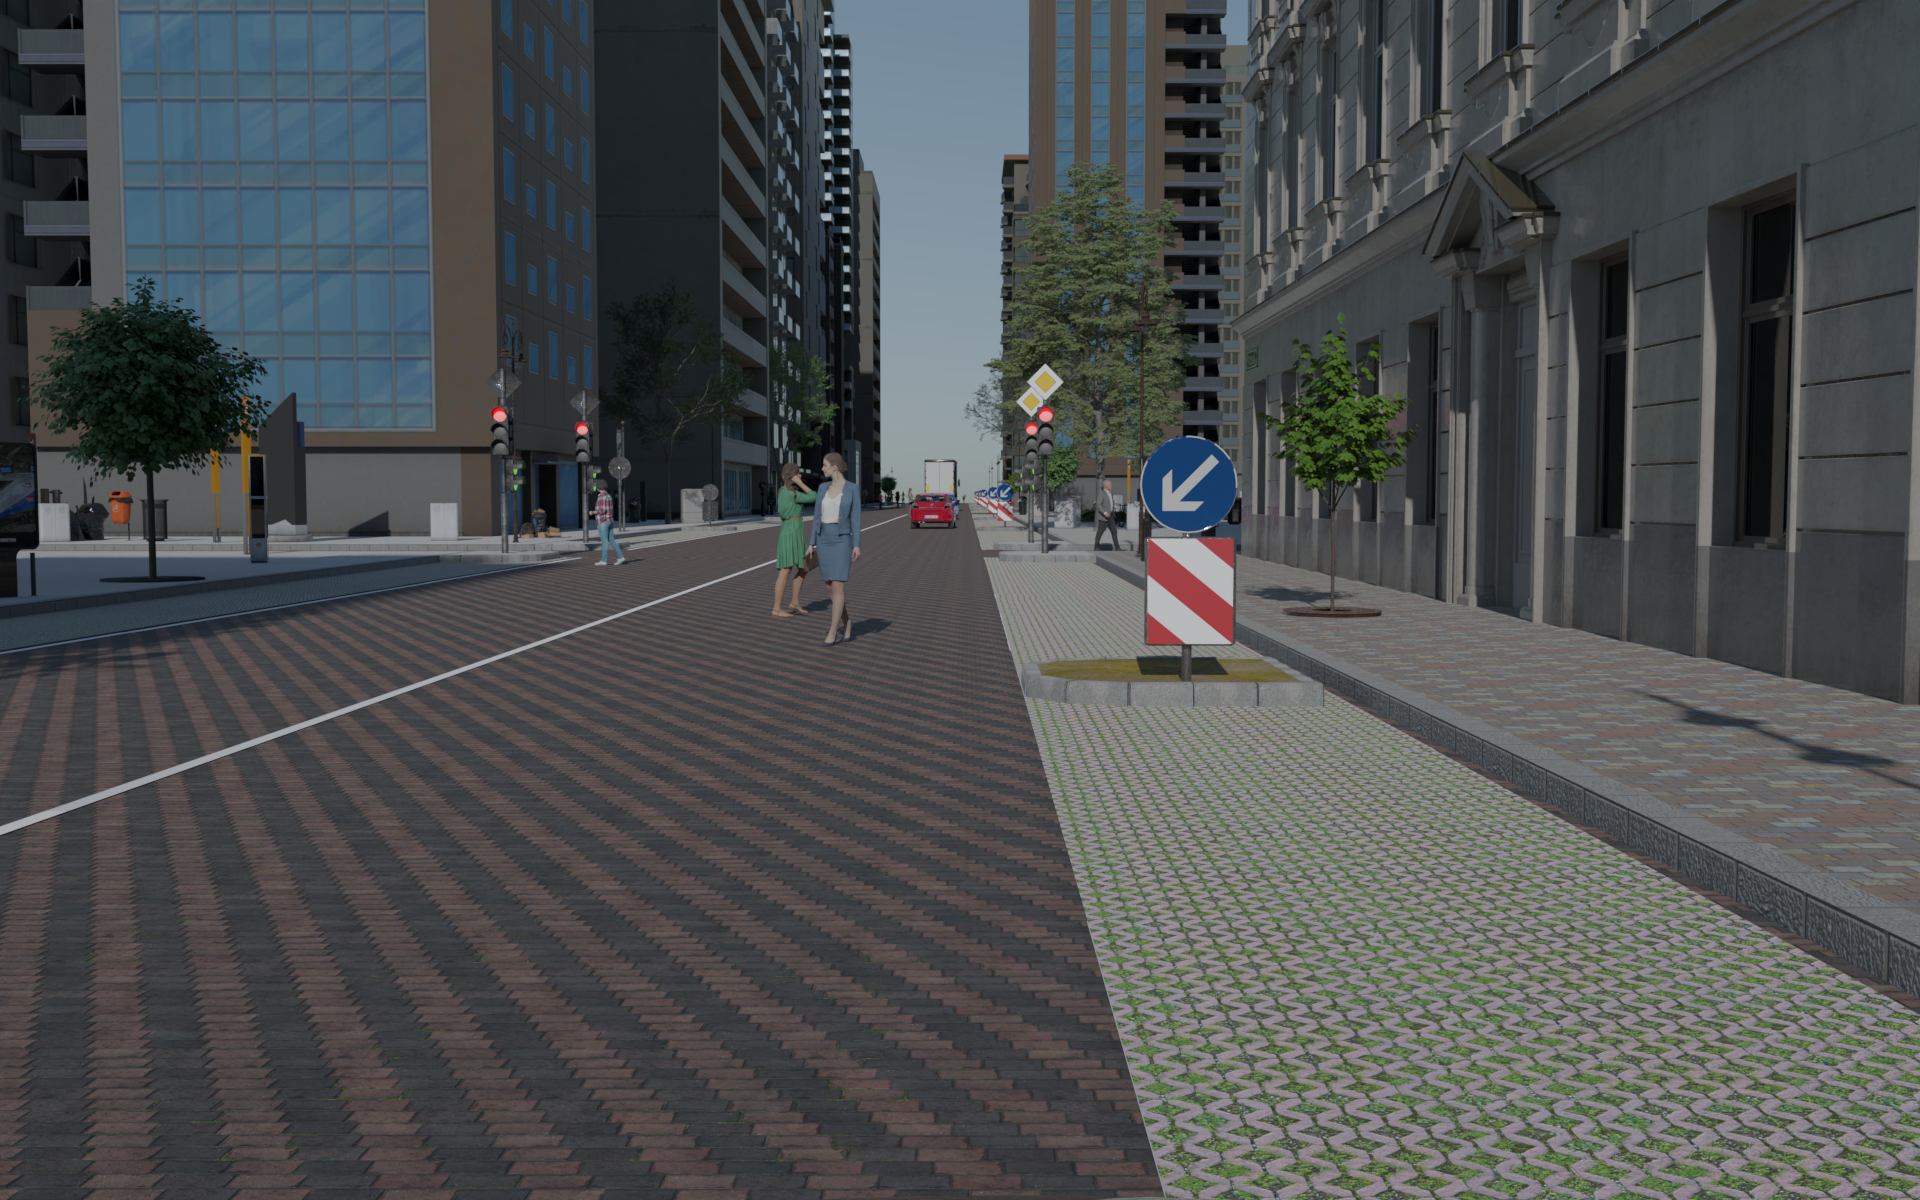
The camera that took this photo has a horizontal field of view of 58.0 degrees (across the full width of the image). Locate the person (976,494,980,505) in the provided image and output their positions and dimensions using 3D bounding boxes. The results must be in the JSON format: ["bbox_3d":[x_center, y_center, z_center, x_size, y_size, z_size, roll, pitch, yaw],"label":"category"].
[{"bbox_3d":[2.494,-13.181,224.561,0.990,1.755,0.434,2,4,29],"label":"person"}]

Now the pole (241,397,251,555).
[{"bbox_3d":[-15.067,-2.614,36.585,0.158,3.312,0.155,0,3,0],"label":"pole"}]

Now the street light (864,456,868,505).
[{"bbox_3d":[-11.173,-14.266,206.038,0.468,5.910,1.993,0,4,0],"label":"street light"}]

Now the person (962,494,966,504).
[{"bbox_3d":[0.618,-14.405,247.249,0.421,1.427,0.697,-2,4,-28],"label":"person"}]

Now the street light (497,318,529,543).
[{"bbox_3d":[-11.756,-4.457,45.665,0.468,5.910,1.993,0,4,0],"label":"street light"}]

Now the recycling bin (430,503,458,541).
[{"bbox_3d":[-14.235,-2.156,47.804,0.722,1.027,0.722,-1,4,-17],"label":"recycling bin"}]

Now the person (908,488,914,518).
[{"bbox_3d":[-2.793,-5.657,101.272,0.573,1.790,0.520,-2,4,-27],"label":"person"}]

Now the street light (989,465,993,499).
[{"bbox_3d":[4.762,-18.749,279.327,0.468,5.910,1.993,0,4,0],"label":"street light"}]

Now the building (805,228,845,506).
[{"bbox_3d":[-19.944,-25.381,186.677,14.160,30.474,14.107,0,4,0],"label":"building"}]

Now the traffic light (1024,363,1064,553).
[{"bbox_3d":[1.818,-2.965,37.405,0.839,4.253,0.868,0,4,0],"label":"traffic light"}]

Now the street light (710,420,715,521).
[{"bbox_3d":[-11.780,-6.710,82.494,0.468,5.910,1.993,0,4,0],"label":"street light"}]

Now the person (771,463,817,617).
[{"bbox_3d":[-1.987,-0.704,20.252,0.529,1.795,0.600,-2,4,-32],"label":"person"}]

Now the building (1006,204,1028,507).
[{"bbox_3d":[12.211,-24.632,174.433,14.160,30.474,14.107,0,4,0],"label":"building"}]

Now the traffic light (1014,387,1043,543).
[{"bbox_3d":[1.846,-3.454,45.390,0.839,4.253,0.868,0,4,0],"label":"traffic light"}]

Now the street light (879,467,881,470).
[{"bbox_3d":[-11.219,-16.519,242.868,0.468,5.910,1.993,0,4,0],"label":"street light"}]

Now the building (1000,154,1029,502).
[{"bbox_3d":[16.248,-34.568,219.816,22.147,44.769,28.867,0,4,0],"label":"building"}]

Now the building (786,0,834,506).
[{"bbox_3d":[-27.024,-35.154,164.009,28.713,52.752,27.495,0,4,0],"label":"building"}]

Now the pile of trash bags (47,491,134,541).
[{"bbox_3d":[-24.358,-2.341,48.028,3.447,1.369,1.912,1,4,18],"label":"pile of trash bags"}]

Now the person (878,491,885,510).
[{"bbox_3d":[-6.977,-8.863,154.087,0.721,1.739,1.217,-2,4,-31],"label":"person"}]

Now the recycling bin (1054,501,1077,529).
[{"bbox_3d":[3.935,-3.185,64.625,0.722,1.027,0.722,1,4,14],"label":"recycling bin"}]

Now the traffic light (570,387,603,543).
[{"bbox_3d":[-9.816,-3.455,45.414,0.839,4.253,0.868,0,4,0],"label":"traffic light"}]

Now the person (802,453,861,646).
[{"bbox_3d":[-1.148,-0.489,16.513,0.581,1.822,0.654,3,4,38],"label":"person"}]

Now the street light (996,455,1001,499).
[{"bbox_3d":[4.462,-14.239,205.590,0.468,5.910,1.993,0,4,0],"label":"street light"}]

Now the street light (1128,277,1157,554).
[{"bbox_3d":[3.884,-3.926,36.980,0.468,5.910,1.993,0,4,0],"label":"street light"}]

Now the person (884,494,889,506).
[{"bbox_3d":[-8.828,-11.906,206.389,0.991,1.433,0.599,-3,4,-38],"label":"person"}]

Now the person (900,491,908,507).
[{"bbox_3d":[-6.466,-11.441,196.283,1.217,1.735,0.721,-1,4,-19],"label":"person"}]

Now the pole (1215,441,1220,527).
[{"bbox_3d":[9.975,-4.488,67.227,0.158,3.312,0.155,0,3,0],"label":"pole"}]

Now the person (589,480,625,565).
[{"bbox_3d":[-7.116,-1.563,34.895,0.643,1.720,0.563,1,4,11],"label":"person"}]

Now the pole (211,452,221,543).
[{"bbox_3d":[-19.605,-3.166,45.603,0.158,3.312,0.155,0,3,0],"label":"pole"}]

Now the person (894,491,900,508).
[{"bbox_3d":[-6.545,-10.454,179.936,0.721,1.766,1.217,-2,4,-32],"label":"person"}]

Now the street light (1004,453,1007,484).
[{"bbox_3d":[4.238,-11.437,159.780,0.468,5.910,1.993,0,4,0],"label":"street light"}]

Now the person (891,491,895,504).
[{"bbox_3d":[-9.189,-13.715,232.748,1.348,1.824,0.705,0,4,6],"label":"person"}]

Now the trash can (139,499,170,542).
[{"bbox_3d":[-21.802,-2.156,46.905,0.748,1.137,0.748,0,3,0],"label":"trash can"}]

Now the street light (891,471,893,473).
[{"bbox_3d":[-10.990,-18.783,279.885,0.468,5.910,1.993,0,4,0],"label":"street light"}]

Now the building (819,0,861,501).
[{"bbox_3d":[-23.487,-55.422,218.822,22.319,86.520,31.000,0,4,0],"label":"building"}]

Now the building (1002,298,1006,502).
[{"bbox_3d":[12.940,-28.798,242.553,14.160,30.474,14.107,0,4,0],"label":"building"}]

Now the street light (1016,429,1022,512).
[{"bbox_3d":[4.221,-9.184,122.951,0.468,5.910,1.993,0,4,0],"label":"street light"}]

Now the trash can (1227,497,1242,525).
[{"bbox_3d":[11.572,-3.749,72.945,0.748,1.137,0.748,0,3,0],"label":"trash can"}]

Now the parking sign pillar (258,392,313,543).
[{"bbox_3d":[-18.168,-3.546,46.447,1.447,3.967,1.447,2,4,27],"label":"parking sign pillar"}]

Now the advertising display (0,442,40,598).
[{"bbox_3d":[-11.875,-0.990,21.399,0.123,1.923,0.974,2,4,29],"label":"advertising display"}]

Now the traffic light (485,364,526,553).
[{"bbox_3d":[-9.843,-2.967,37.429,0.839,4.253,0.868,0,4,0],"label":"traffic light"}]

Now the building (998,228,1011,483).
[{"bbox_3d":[17.675,-39.425,264.210,23.786,49.044,30.456,0,4,0],"label":"building"}]

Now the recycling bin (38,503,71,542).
[{"bbox_3d":[-24.337,-2.073,46.440,0.722,1.027,0.722,-3,5,-40],"label":"recycling bin"}]

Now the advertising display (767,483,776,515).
[{"bbox_3d":[-11.410,-6.096,104.889,0.123,1.923,0.974,-2,4,-33],"label":"advertising display"}]

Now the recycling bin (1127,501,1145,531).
[{"bbox_3d":[6.282,-2.976,61.210,0.722,1.027,0.722,1,4,10],"label":"recycling bin"}]

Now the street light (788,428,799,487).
[{"bbox_3d":[-11.615,-8.962,119.323,0.468,5.910,1.993,0,4,0],"label":"street light"}]

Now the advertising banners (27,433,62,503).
[{"bbox_3d":[-26.585,-3.311,50.320,0.090,3.025,2.074,0,4,-4],"label":"advertising banners"}]

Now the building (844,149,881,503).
[{"bbox_3d":[-22.474,-38.075,246.228,21.300,48.544,21.600,0,4,0],"label":"building"}]

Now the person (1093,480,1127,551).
[{"bbox_3d":[3.653,-2.047,42.361,0.834,1.777,0.661,2,4,30],"label":"person"}]

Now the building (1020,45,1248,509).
[{"bbox_3d":[21.651,-28.286,154.354,32.217,40.220,23.993,0,4,0],"label":"building"}]

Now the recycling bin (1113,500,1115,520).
[{"bbox_3d":[6.306,-3.809,74.826,0.722,1.027,0.722,0,4,7],"label":"recycling bin"}]

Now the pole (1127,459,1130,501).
[{"bbox_3d":[9.929,-6.606,101.844,0.158,3.312,0.155,0,3,0],"label":"pole"}]

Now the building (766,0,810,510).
[{"bbox_3d":[-24.425,-31.532,135.155,23.786,49.044,30.456,0,4,0],"label":"building"}]

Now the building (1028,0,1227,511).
[{"bbox_3d":[12.480,-29.645,134.813,14.600,45.320,14.200,0,4,0],"label":"building"}]
